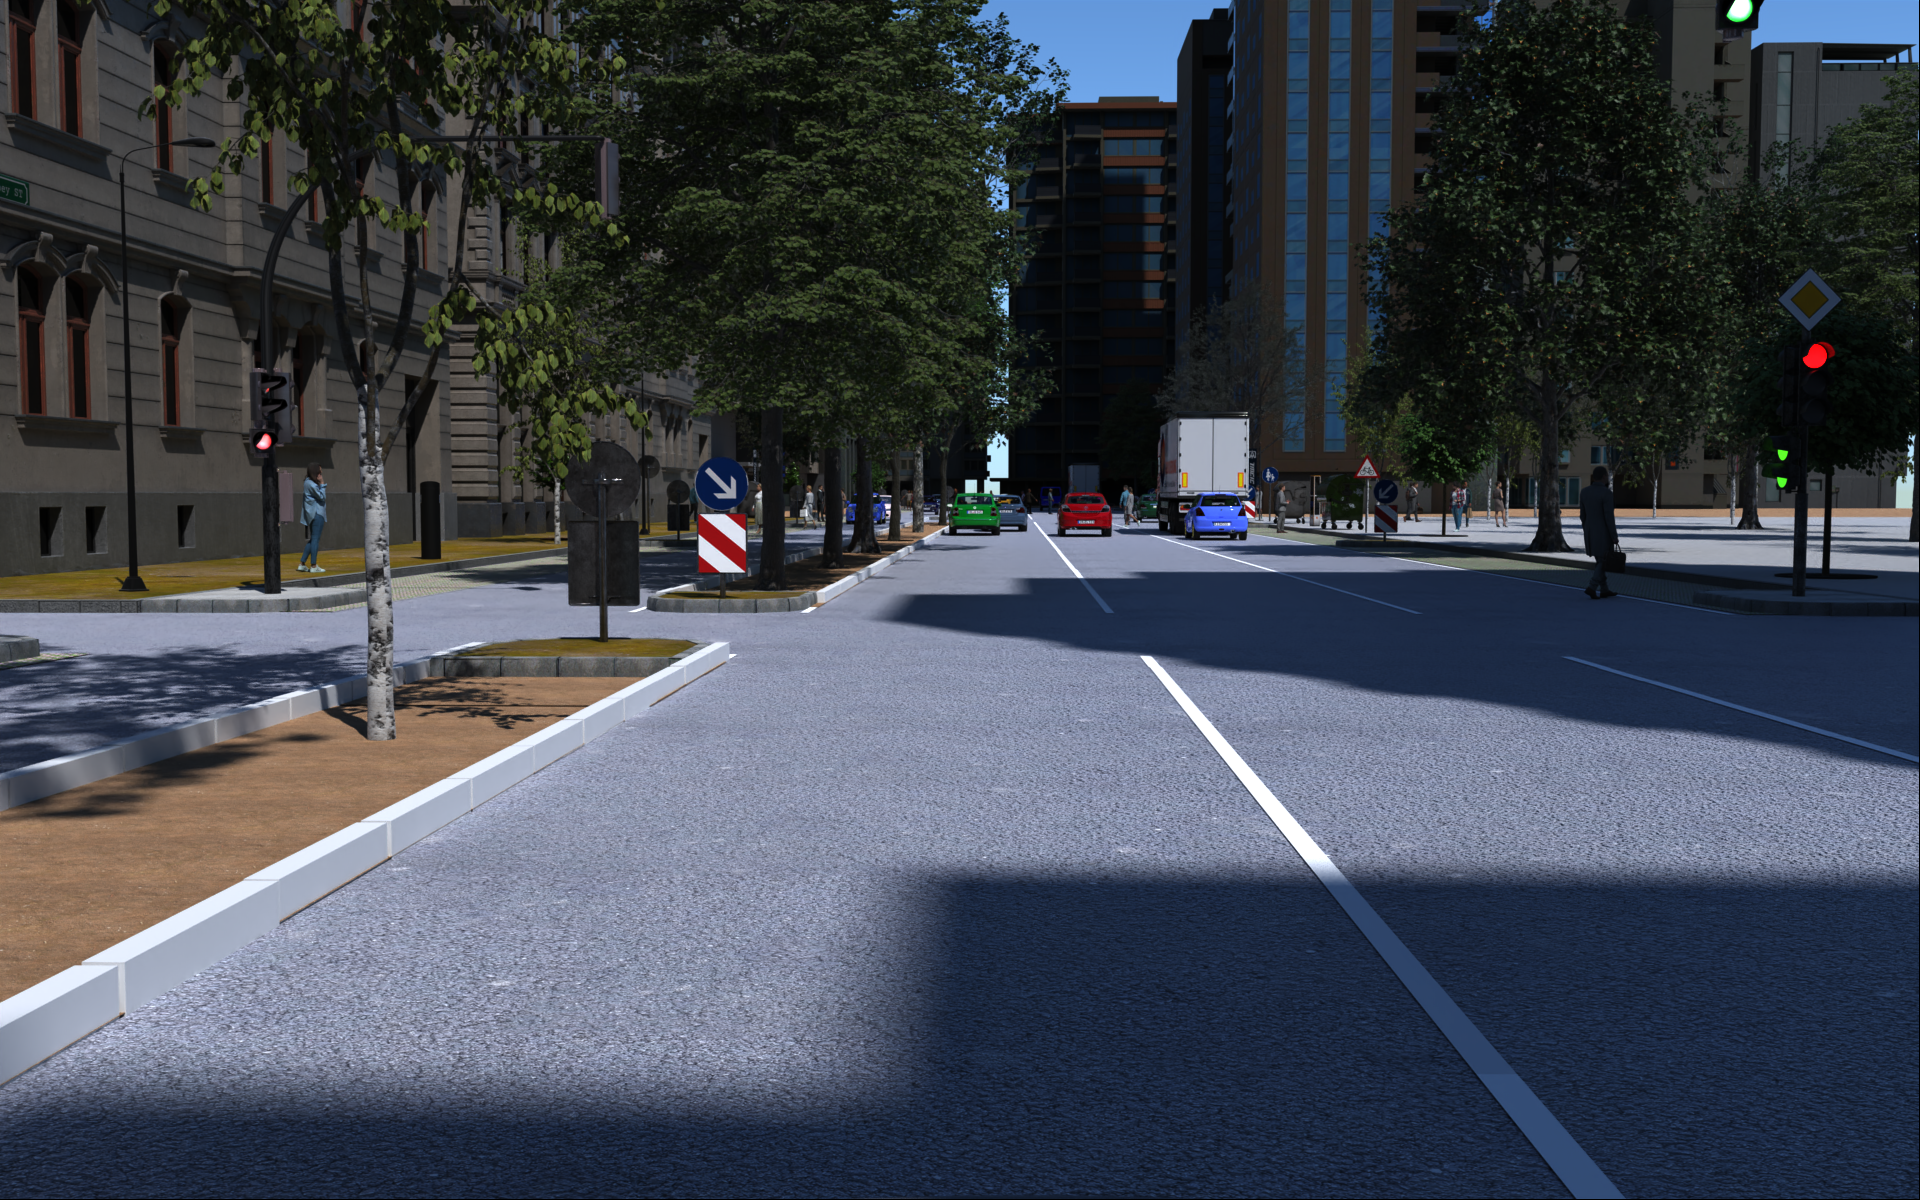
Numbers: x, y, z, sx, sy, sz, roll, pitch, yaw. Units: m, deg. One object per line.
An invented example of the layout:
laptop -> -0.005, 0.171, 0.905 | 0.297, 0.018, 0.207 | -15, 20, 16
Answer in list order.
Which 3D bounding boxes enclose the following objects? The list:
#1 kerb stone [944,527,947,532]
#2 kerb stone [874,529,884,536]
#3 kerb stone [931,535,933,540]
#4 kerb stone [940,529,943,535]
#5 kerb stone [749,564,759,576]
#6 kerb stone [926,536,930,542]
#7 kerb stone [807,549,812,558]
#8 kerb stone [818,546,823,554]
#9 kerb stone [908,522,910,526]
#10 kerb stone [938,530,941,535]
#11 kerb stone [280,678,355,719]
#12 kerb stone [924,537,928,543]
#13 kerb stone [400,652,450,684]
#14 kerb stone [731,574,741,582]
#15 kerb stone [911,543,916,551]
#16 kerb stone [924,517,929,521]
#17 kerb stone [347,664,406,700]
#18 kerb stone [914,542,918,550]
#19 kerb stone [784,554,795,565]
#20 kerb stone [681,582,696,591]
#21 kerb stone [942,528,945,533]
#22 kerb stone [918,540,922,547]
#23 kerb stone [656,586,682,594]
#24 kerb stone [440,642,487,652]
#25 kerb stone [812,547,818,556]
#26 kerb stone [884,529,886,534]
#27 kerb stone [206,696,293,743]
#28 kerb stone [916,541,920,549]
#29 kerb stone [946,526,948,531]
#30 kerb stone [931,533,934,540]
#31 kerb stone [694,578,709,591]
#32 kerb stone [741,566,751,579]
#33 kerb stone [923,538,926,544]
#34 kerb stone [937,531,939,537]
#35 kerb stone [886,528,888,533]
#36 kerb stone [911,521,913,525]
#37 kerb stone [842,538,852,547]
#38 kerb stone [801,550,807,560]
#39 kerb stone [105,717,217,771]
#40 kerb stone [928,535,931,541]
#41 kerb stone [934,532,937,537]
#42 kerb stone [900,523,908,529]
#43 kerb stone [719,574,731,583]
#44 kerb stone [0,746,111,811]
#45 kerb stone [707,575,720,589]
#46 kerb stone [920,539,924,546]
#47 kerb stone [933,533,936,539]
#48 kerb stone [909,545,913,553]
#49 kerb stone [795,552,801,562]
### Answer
kerb stone -> -0.637, -2.504, 63.138 | 0.120, 0.150, 1.000 | 0, 4, 2
kerb stone -> -2.828, -2.318, 60.090 | 0.120, 0.150, 1.000 | 0, 4, 2
kerb stone -> -0.967, -1.813, 51.880 | 0.120, 0.150, 1.000 | 0, 4, 2
kerb stone -> -0.753, -2.252, 59.038 | 0.120, 0.150, 1.000 | 0, 4, 2
kerb stone -> -3.698, -0.502, 30.402 | 0.120, 0.150, 1.000 | 0, 4, 2
kerb stone -> -1.032, -1.683, 49.828 | 0.120, 0.150, 1.000 | 0, 4, 2
kerb stone -> -3.462, -1.003, 38.595 | 0.120, 0.150, 1.000 | 0, 4, 2
kerb stone -> -3.401, -1.125, 40.653 | 0.120, 0.150, 1.000 | 0, 4, 2
kerb stone -> -2.375, -3.257, 75.458 | 0.120, 0.150, 1.000 | 0, 4, 2
kerb stone -> -0.791, -2.191, 58.017 | 0.120, 0.150, 1.000 | 0, 4, 2
kerb stone -> -4.257, 0.659, 11.414 | 0.120, 0.150, 1.000 | 0, 4, 2
kerb stone -> -1.067, -1.627, 48.798 | 0.120, 0.150, 1.000 | 0, 4, 2
kerb stone -> -4.193, 0.541, 13.464 | 0.120, 0.150, 1.000 | 0, 4, 2
kerb stone -> -3.757, -0.377, 28.355 | 0.120, 0.150, 1.000 | 0, 4, 2
kerb stone -> -1.238, -1.251, 42.654 | 0.120, 0.150, 1.000 | 0, 4, 2
kerb stone -> -1.776, -4.511, 95.958 | 0.120, 0.150, 1.000 | 0, 4, 2
kerb stone -> -4.231, 0.601, 12.436 | 0.120, 0.150, 1.000 | 0, 4, 2
kerb stone -> -1.218, -1.308, 43.676 | 0.120, 0.150, 1.000 | 0, 4, 2
kerb stone -> -3.549, -0.815, 35.525 | 0.120, 0.150, 1.000 | 0, 4, 2
kerb stone -> -3.888, -0.116, 24.255 | 0.120, 0.150, 1.000 | 0, 4, 2
kerb stone -> -0.705, -2.379, 61.091 | 0.120, 0.150, 1.000 | 0, 4, 2
kerb stone -> -1.145, -1.438, 45.730 | 0.120, 0.150, 1.000 | 0, 4, 2
kerb stone -> -3.912, -0.063, 23.221 | 0.120, 0.150, 1.000 | 0, 4, 2
kerb stone -> -4.168, 0.472, 14.486 | 0.120, 0.150, 1.000 | 0, 4, 2
kerb stone -> -3.429, -1.066, 39.630 | 0.120, 0.150, 1.000 | 0, 4, 2
kerb stone -> -2.801, -2.380, 61.112 | 0.120, 0.150, 1.000 | 0, 4, 2
kerb stone -> -4.288, 0.725, 10.392 | 0.120, 0.150, 1.000 | 0, 4, 2
kerb stone -> -1.181, -1.376, 44.698 | 0.120, 0.150, 1.000 | 0, 4, 2
kerb stone -> -0.614, -2.567, 64.160 | 0.120, 0.150, 1.000 | 0, 4, 2
kerb stone -> -0.947, -1.878, 52.902 | 0.120, 0.150, 1.000 | 0, 4, 2
kerb stone -> -3.855, -0.178, 25.278 | 0.120, 0.150, 1.000 | 0, 4, 2
kerb stone -> -3.729, -0.436, 29.379 | 0.120, 0.150, 1.000 | 0, 4, 2
kerb stone -> -1.099, -1.565, 47.776 | 0.120, 0.150, 1.000 | 0, 4, 2
kerb stone -> -0.853, -2.064, 55.970 | 0.120, 0.150, 1.000 | 0, 4, 2
kerb stone -> -2.772, -2.438, 62.136 | 0.120, 0.150, 1.000 | 0, 4, 2
kerb stone -> -2.319, -3.383, 77.502 | 0.120, 0.150, 1.000 | 0, 4, 2
kerb stone -> -3.168, -1.630, 48.843 | 0.120, 0.150, 1.000 | 0, 4, 2
kerb stone -> -3.486, -0.940, 37.570 | 0.120, 0.150, 1.000 | 0, 4, 2
kerb stone -> -4.322, 0.784, 9.371 | 0.120, 0.150, 1.000 | 0, 4, 2
kerb stone -> -1.004, -1.753, 50.855 | 0.120, 0.150, 1.000 | 0, 4, 2
kerb stone -> -0.878, -2.001, 54.946 | 0.120, 0.150, 1.000 | 0, 4, 2
kerb stone -> -2.414, -3.195, 74.436 | 0.120, 0.150, 1.000 | 0, 4, 2
kerb stone -> -3.794, -0.314, 27.334 | 0.120, 0.150, 1.000 | 0, 4, 2
kerb stone -> -4.348, 0.852, 8.347 | 0.120, 0.150, 1.000 | 0, 4, 2
kerb stone -> -3.817, -0.251, 26.302 | 0.120, 0.150, 1.000 | 0, 4, 2
kerb stone -> -1.118, -1.502, 46.754 | 0.120, 0.150, 1.000 | 0, 4, 2
kerb stone -> -0.910, -1.941, 53.924 | 0.120, 0.150, 1.000 | 0, 4, 2
kerb stone -> -1.281, -1.189, 41.632 | 0.120, 0.150, 1.000 | 0, 4, 2
kerb stone -> -3.524, -0.878, 36.547 | 0.120, 0.150, 1.000 | 0, 4, 2
